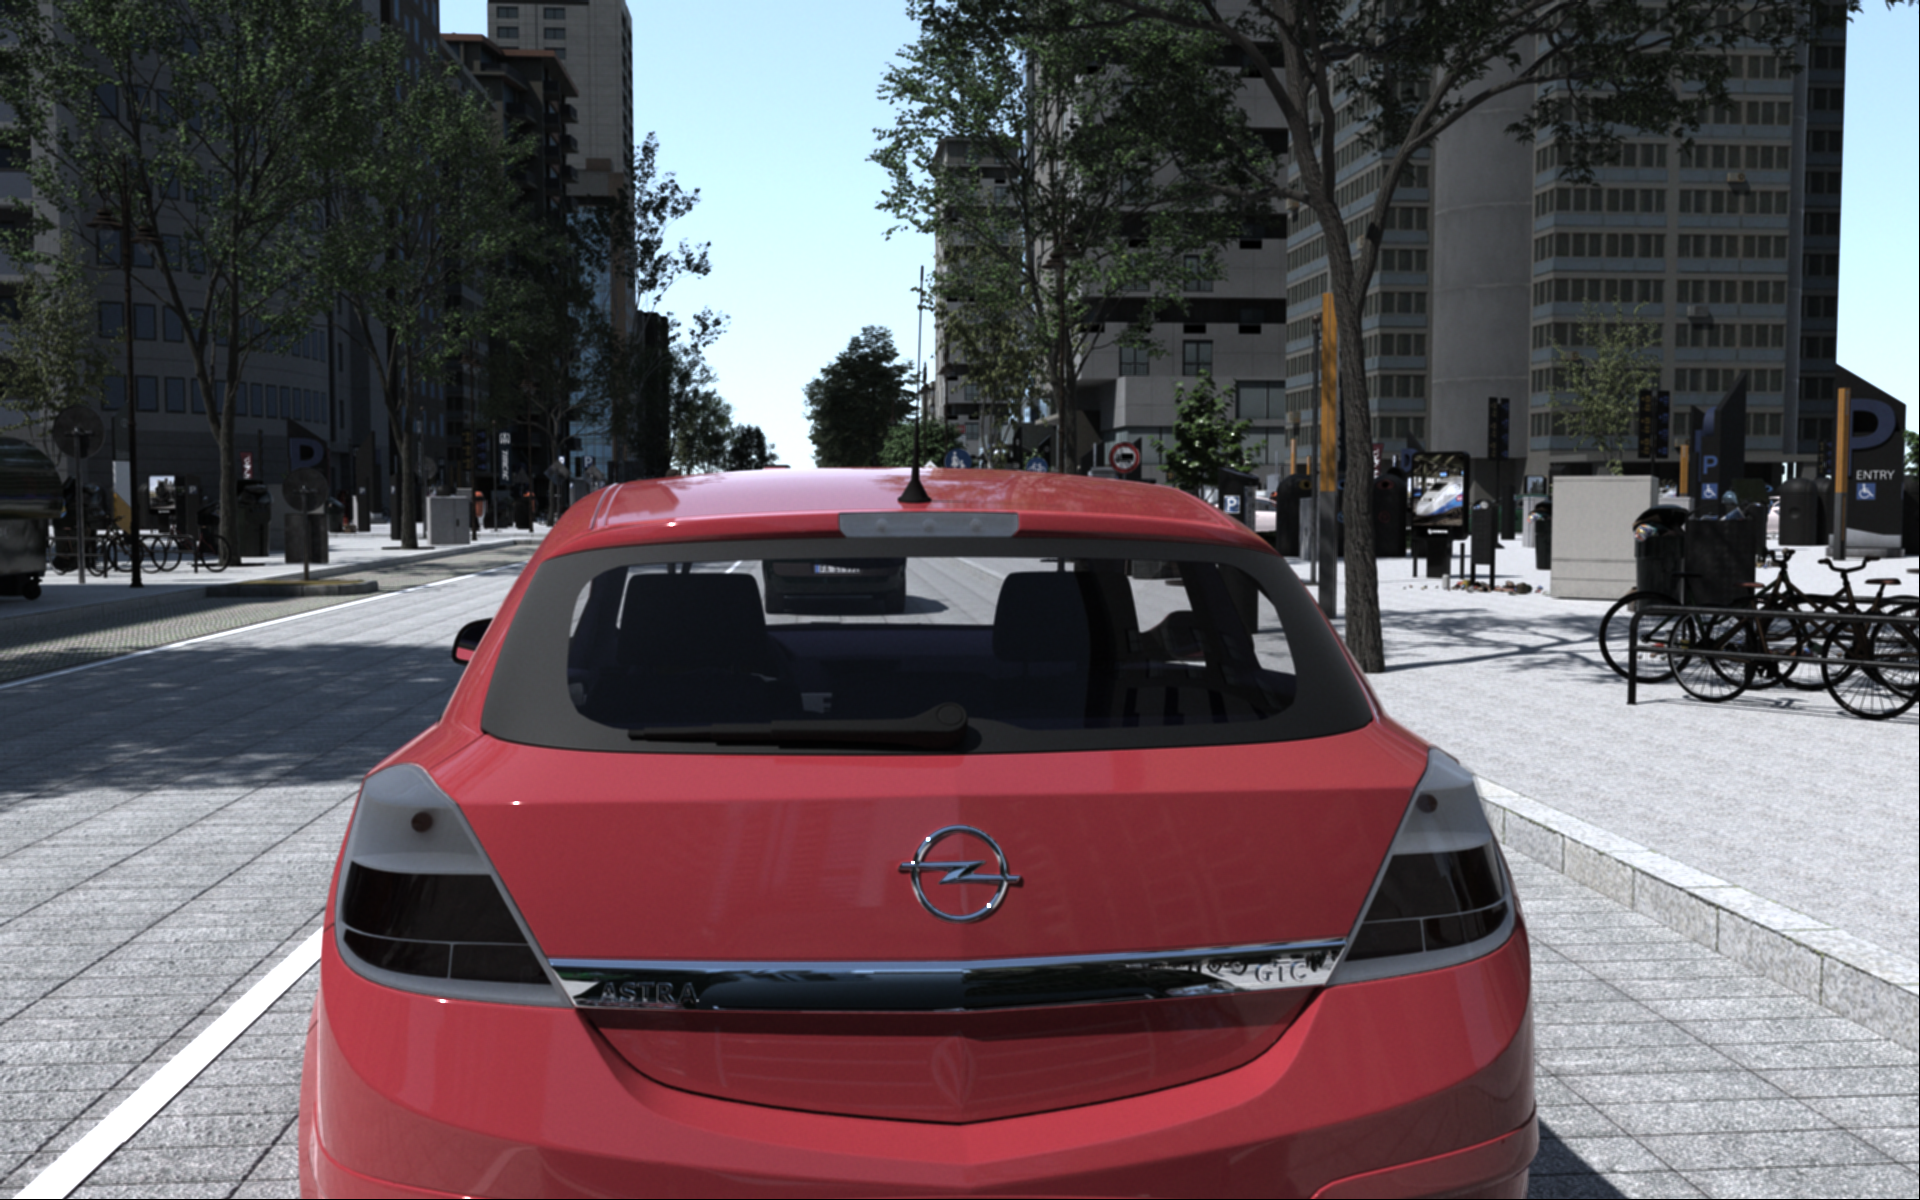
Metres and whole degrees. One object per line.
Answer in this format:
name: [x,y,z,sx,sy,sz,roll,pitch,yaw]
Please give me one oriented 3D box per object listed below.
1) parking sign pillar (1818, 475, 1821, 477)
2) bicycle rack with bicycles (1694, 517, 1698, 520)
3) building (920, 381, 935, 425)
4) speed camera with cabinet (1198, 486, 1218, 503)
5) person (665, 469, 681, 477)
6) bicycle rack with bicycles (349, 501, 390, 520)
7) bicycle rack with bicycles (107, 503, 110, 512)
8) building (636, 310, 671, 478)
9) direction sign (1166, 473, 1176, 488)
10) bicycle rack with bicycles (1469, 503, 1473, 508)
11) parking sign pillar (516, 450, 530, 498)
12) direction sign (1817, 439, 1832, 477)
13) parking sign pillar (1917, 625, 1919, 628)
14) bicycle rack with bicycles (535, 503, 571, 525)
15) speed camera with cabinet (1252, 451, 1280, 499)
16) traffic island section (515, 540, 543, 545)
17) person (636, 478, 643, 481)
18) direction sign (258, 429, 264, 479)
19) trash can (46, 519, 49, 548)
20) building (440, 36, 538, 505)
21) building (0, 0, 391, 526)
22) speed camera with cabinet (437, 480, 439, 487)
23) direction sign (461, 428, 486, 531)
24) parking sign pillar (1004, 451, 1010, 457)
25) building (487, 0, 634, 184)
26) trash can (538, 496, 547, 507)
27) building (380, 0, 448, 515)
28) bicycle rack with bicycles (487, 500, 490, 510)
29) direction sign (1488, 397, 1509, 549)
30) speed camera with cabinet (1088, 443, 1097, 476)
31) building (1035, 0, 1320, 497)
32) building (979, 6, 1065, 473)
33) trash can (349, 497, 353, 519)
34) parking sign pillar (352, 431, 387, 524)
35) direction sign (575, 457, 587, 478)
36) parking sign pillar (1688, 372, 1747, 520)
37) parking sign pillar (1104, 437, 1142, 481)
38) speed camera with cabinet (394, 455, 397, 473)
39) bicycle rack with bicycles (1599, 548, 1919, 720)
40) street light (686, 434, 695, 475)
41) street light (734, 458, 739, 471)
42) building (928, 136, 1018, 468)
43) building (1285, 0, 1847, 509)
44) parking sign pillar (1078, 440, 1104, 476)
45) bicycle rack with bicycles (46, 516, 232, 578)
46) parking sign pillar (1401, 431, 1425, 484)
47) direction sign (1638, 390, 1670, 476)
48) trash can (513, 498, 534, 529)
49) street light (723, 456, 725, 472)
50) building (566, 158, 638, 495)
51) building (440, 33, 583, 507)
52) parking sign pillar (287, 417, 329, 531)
parking sign pillar: [60.254,-8.168,122.013,1.447,3.967,1.447,2,4,30]
bicycle rack with bicycles: [20.064,-2.254,50.238,2.852,0.926,2.925,-1,4,-19]
building: [8.199,-26.605,280.035,27.650,21.520,28.899,0,4,-5]
speed camera with cabinet: [9.510,-4.336,65.233,0.660,3.252,2.038,0,4,-7]
person: [-4.107,-1.023,25.402,0.473,1.802,0.592,2,4,28]
bicycle rack with bicycles: [-29.359,-4.297,83.644,2.925,0.926,2.852,2,4,35]
bicycle rack with bicycles: [-32.222,-3.234,66.261,2.925,0.926,2.852,-2,4,-29]
building: [-52.887,-30.488,270.172,14.160,30.474,14.107,0,4,-5]
direction sign: [12.652,-6.720,101.876,0.379,3.537,0.876,-3,4,-36]
bicycle rack with bicycles: [36.923,-6.931,126.697,2.852,0.926,2.925,-1,4,-17]
parking sign pillar: [-26.725,-7.194,106.086,1.447,3.967,1.447,-3,4,-38]
direction sign: [35.805,-4.880,71.783,0.876,3.537,0.379,-2,4,-30]
parking sign pillar: [9.847,-1.697,16.223,1.447,3.967,1.447,-3,5,-45]
bicycle rack with bicycles: [-16.718,-3.698,73.849,2.925,0.926,2.852,-1,4,-18]
speed camera with cabinet: [13.288,-5.078,77.360,0.660,3.252,2.038,-2,4,-25]
traffic island section: [-11.603,-1.692,49.940,2.009,0.180,2.903,0,4,-5]
person: [-7.040,-1.774,37.859,0.623,1.781,0.721,-2,4,-28]
direction sign: [-24.584,-4.218,60.959,0.379,3.537,0.876,-1,4,-14]
trash can: [-20.961,-1.684,39.187,0.748,1.137,0.748,0,3,0]
building: [-52.220,-27.496,141.443,32.217,40.220,23.993,0,4,-5]
building: [-41.527,-32.997,81.493,21.231,58.520,28.212,0,4,-5]
speed camera with cabinet: [-32.253,-6.981,108.469,2.038,3.252,0.660,-1,4,-13]
direction sign: [-16.846,-4.164,60.072,0.876,3.537,0.379,-3,4,-37]
parking sign pillar: [2.430,-7.218,106.480,1.447,3.967,1.447,0,4,-6]
building: [-55.669,-49.706,250.949,20.563,71.187,20.611,0,4,-5]
trash can: [-30.281,-6.970,125.619,0.748,1.137,0.748,0,3,0]
building: [-41.761,-28.197,111.131,14.600,45.320,14.200,0,4,-5]
bicycle rack with bicycles: [-26.441,-5.075,96.365,2.852,0.926,2.925,-1,4,-22]
direction sign: [12.670,-2.985,40.804,0.876,3.537,0.379,-3,5,-43]
speed camera with cabinet: [4.879,-4.404,66.347,0.660,3.252,2.038,3,5,44]
building: [20.171,-32.546,121.371,28.713,52.752,27.495,0,4,-5]
building: [14.567,-53.079,180.517,22.319,86.520,31.000,0,4,-5]
trash can: [-30.138,-4.533,85.774,0.748,1.137,0.748,0,3,0]
parking sign pillar: [-25.450,-5.264,74.532,1.447,3.967,1.447,3,4,39]
direction sign: [-23.026,-6.958,105.759,0.876,3.537,0.379,-1,4,-16]
parking sign pillar: [16.768,-3.033,38.068,1.447,3.967,1.447,-3,5,-43]
parking sign pillar: [7.932,-5.716,81.926,1.447,3.967,1.447,-2,4,-29]
speed camera with cabinet: [-28.112,-5.750,88.355,2.038,3.252,0.660,2,4,25]
bicycle rack with bicycles: [5.330,0.162,10.736,2.852,0.926,2.925,-3,5,-43]
street light: [-20.811,-9.914,134.873,0.468,5.910,1.993,0,4,-5]
street light: [-27.742,-14.935,216.973,0.468,5.910,1.993,0,4,-5]
building: [10.635,-40.458,250.726,28.713,52.752,27.495,0,4,-5]
building: [31.086,-24.345,89.930,23.993,40.220,32.217,0,4,-5]
parking sign pillar: [6.510,-5.965,86.005,1.447,3.967,1.447,-2,4,-24]
bicycle rack with bicycles: [-13.663,-0.884,27.833,2.925,0.926,2.852,2,4,23]
parking sign pillar: [19.231,-5.206,73.598,1.447,3.967,1.447,-1,4,-14]
direction sign: [15.165,-2.809,37.918,0.876,3.537,0.379,-2,4,-26]
trash can: [-15.957,-3.160,63.325,0.748,1.137,0.748,0,3,0]
street light: [-24.885,-12.852,182.915,0.468,5.910,1.993,0,4,-5]
building: [-51.458,-35.731,234.311,14.600,45.320,14.200,0,4,-5]
building: [-49.000,-31.402,168.049,22.147,44.769,28.867,0,4,-5]
parking sign pillar: [-22.699,-4.394,60.320,1.447,3.967,1.447,-2,4,-25]
